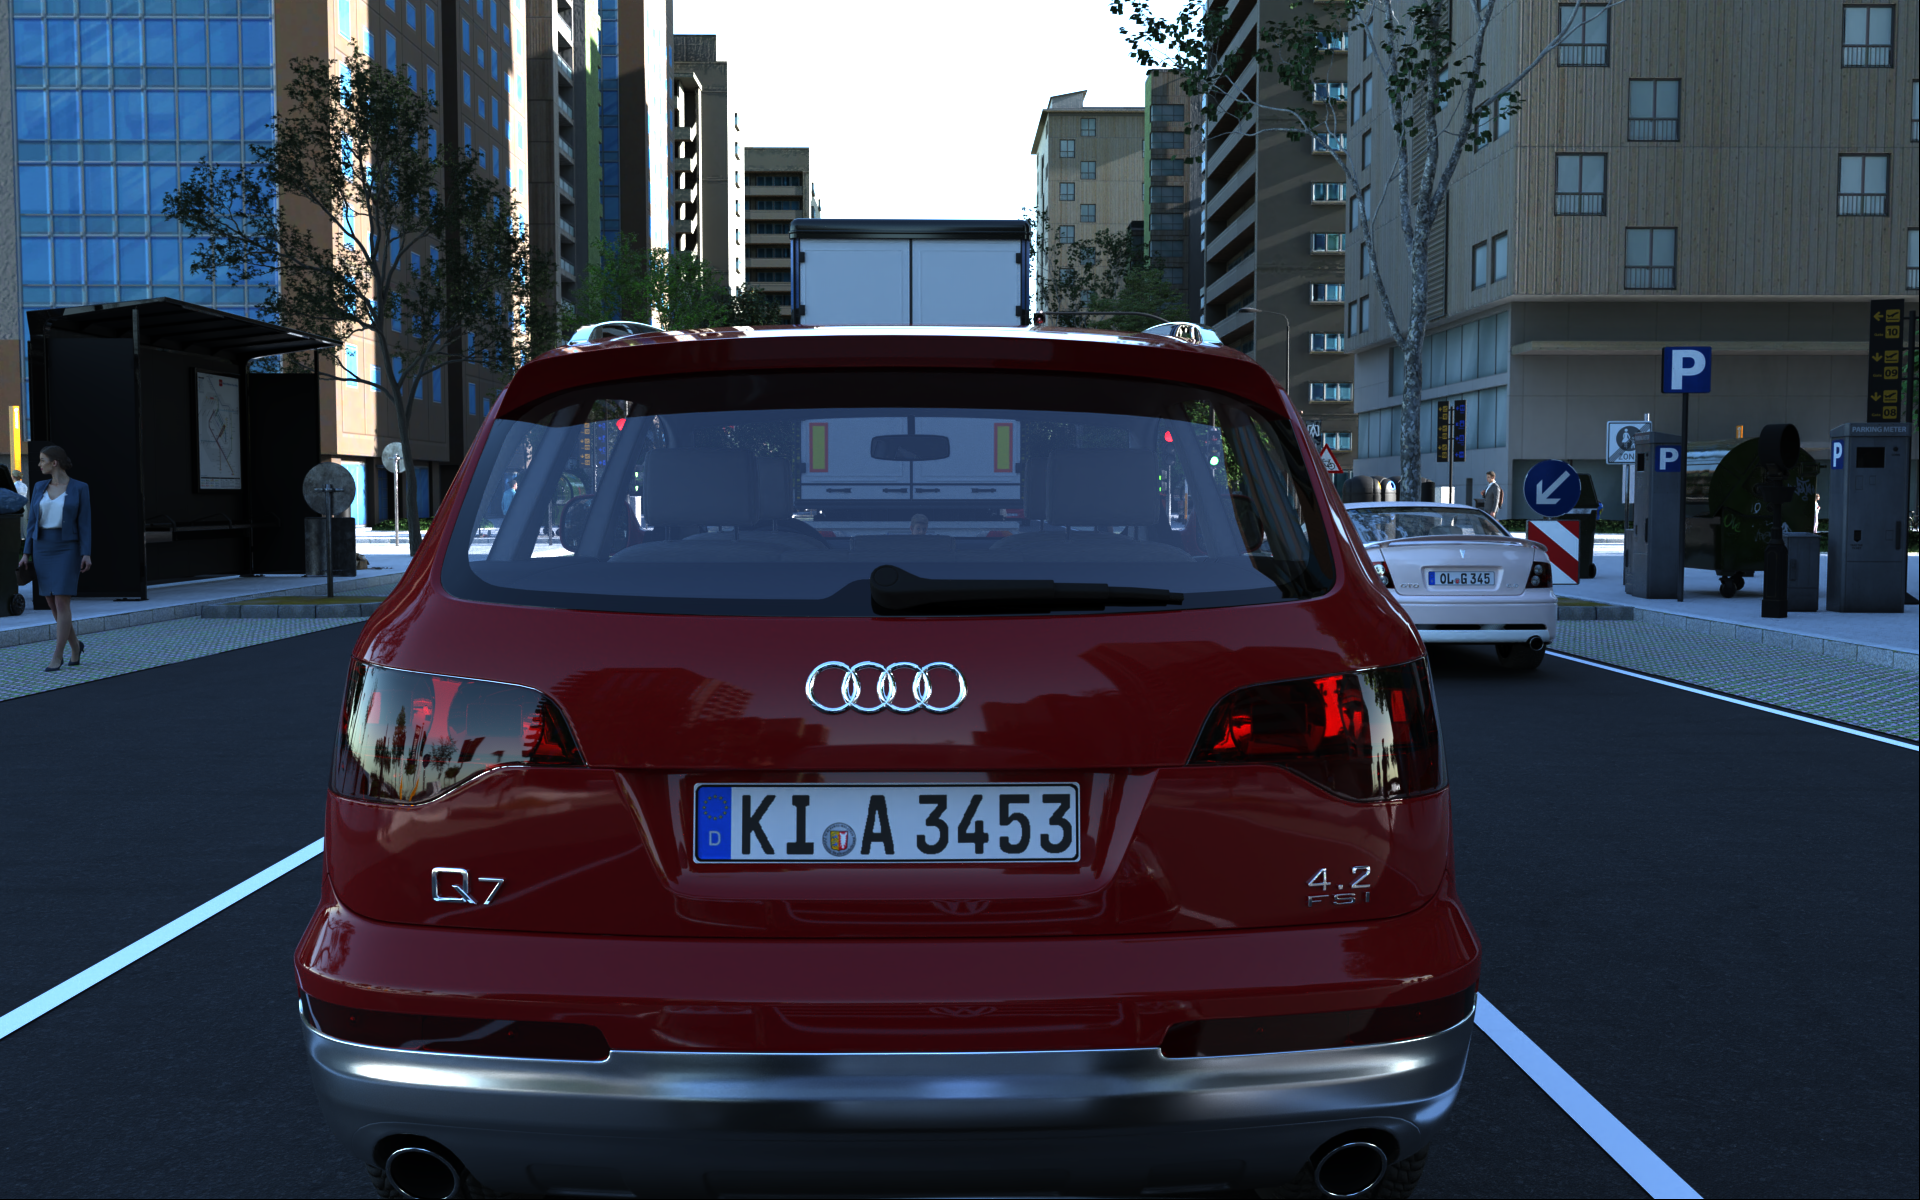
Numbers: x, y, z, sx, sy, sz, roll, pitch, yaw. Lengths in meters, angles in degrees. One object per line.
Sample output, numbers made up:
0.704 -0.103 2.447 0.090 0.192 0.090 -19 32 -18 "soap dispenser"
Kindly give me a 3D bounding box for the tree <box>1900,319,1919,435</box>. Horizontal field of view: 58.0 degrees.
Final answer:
14.179 -2.417 23.233 4.285 4.588 4.351 0 3 0 "tree"

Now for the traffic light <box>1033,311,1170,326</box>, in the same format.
4.178 -4.191 43.191 4.771 5.953 1.251 0 4 -1 "traffic light"

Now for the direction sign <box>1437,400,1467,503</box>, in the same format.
11.911 -3.060 42.024 0.379 3.537 0.876 -2 4 -32 "direction sign"

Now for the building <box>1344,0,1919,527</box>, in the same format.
33.227 -29.801 76.492 27.495 52.752 28.713 0 4 -1 "building"

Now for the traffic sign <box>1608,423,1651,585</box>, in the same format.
9.373 -1.358 24.334 0.606 2.300 0.079 0 4 6 "traffic sign"

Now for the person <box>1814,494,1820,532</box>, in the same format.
25.329 -2.505 51.275 0.394 1.301 0.425 0 4 4 "person"

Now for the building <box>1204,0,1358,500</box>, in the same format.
28.564 -30.070 115.348 21.300 48.544 21.600 0 4 -1 "building"

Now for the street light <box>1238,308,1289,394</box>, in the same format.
7.639 -4.332 43.364 1.470 5.913 1.316 0 4 -1 "street light"

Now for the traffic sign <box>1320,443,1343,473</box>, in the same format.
9.399 -2.723 44.528 0.884 2.594 0.081 0 4 1 "traffic sign"

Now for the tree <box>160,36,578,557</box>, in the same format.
-11.447 -6.186 35.550 7.601 10.594 8.767 2 4 34 "tree"

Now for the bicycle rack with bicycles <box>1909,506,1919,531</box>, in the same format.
30.045 -2.405 52.700 2.925 0.926 2.852 0 4 -1 "bicycle rack with bicycles"

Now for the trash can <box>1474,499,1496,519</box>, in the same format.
16.017 -2.515 52.771 0.748 1.137 0.748 0 3 0 "trash can"

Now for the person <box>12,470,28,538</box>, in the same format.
-19.950 -1.868 36.807 0.641 1.798 0.478 1 4 17 "person"

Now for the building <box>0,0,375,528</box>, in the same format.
-29.143 -25.521 67.384 14.600 45.320 14.200 0 4 -1 "building"

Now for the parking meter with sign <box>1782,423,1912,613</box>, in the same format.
9.857 -1.380 18.824 1.738 3.016 0.543 0 4 5 "parking meter with sign"

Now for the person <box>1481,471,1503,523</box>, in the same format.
12.900 -2.201 41.987 0.822 1.834 0.622 -1 4 -18 "person"

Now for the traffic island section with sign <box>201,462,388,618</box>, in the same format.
-7.714 -0.743 20.770 1.989 1.847 2.006 0 4 -1 "traffic island section with sign"

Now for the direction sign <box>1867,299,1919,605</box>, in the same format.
11.029 -1.722 20.148 0.876 3.537 0.379 1 4 20 "direction sign"

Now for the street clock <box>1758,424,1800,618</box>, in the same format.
8.468 -0.818 17.950 0.471 2.002 0.358 -3 5 -40 "street clock"

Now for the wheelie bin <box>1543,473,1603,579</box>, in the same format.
9.276 -1.135 26.465 0.980 1.594 0.693 0 4 -4 "wheelie bin"

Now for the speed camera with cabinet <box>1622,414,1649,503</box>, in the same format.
17.145 -2.994 43.294 0.660 3.252 2.038 3 4 38 "speed camera with cabinet"

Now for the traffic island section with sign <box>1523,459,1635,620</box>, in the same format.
6.616 -0.724 20.469 1.989 1.847 2.006 0 4 -1 "traffic island section with sign"

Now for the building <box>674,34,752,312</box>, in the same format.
-34.118 -34.069 180.729 21.600 48.544 21.300 0 4 -1 "building"

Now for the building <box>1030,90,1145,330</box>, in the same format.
23.979 -39.477 234.680 27.495 52.752 28.713 0 4 -1 "building"

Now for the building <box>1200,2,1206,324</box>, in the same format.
28.870 -50.978 146.164 22.319 86.520 31.000 0 4 -1 "building"

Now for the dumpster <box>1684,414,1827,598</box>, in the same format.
9.864 -1.198 22.076 1.502 2.255 1.985 0 4 -1 "dumpster"

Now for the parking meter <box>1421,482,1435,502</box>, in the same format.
9.642 -1.681 35.896 0.372 1.533 0.369 0 3 0 "parking meter"

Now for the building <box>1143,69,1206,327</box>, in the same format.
24.861 -29.773 170.375 14.154 41.232 14.086 0 4 -1 "building"

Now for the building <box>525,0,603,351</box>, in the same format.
-31.409 -26.186 111.743 14.154 41.232 14.086 0 4 -1 "building"

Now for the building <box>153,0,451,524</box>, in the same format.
-30.980 -26.875 89.521 14.600 45.320 14.200 0 4 -1 "building"

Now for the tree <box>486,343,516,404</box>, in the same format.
-20.351 -8.067 82.251 4.737 8.622 4.395 0 3 0 "tree"

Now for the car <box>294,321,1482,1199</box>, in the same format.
-0.143 0.225 4.993 2.281 1.827 5.304 0 4 -1 "car"

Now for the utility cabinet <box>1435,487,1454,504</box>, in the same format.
15.058 -2.775 54.045 0.318 1.500 1.173 2 4 35 "utility cabinet"

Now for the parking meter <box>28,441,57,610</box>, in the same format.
-10.164 -0.832 19.311 0.255 1.863 0.399 0 4 -7 "parking meter"

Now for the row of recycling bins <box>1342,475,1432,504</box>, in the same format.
9.733 -1.978 39.449 1.069 1.692 3.534 3 5 40 "row of recycling bins"

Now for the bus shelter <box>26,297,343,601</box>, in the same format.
-10.344 -1.986 23.755 1.731 3.624 6.357 0 4 -1 "bus shelter"

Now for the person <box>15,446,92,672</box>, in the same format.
-7.319 -0.344 14.143 0.581 1.822 0.654 1 4 13 "person"

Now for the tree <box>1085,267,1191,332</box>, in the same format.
9.193 -10.309 86.671 7.486 12.596 7.792 0 3 0 "tree"

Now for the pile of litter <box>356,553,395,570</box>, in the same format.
-10.612 -0.950 29.495 1.719 0.858 1.176 0 4 6 "pile of litter"

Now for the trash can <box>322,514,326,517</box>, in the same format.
-18.953 -2.399 50.870 0.748 1.137 0.748 0 3 0 "trash can"

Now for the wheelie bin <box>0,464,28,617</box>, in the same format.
-10.208 -0.621 18.056 0.980 1.594 0.693 0 4 -1 "wheelie bin"

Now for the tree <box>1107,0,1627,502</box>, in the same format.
9.317 -10.870 33.620 12.611 20.169 13.585 0 3 0 "tree"

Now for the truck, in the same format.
-0.704 -2.102 23.275 2.839 4.237 11.283 0 4 -2 "truck"

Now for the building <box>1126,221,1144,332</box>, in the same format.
24.442 -25.264 184.770 14.160 30.474 14.107 0 4 -1 "building"

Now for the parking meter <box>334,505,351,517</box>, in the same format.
-13.897 -1.869 38.971 0.372 1.533 0.369 0 3 0 "parking meter"

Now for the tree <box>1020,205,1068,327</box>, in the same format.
6.793 -15.832 114.750 12.611 20.169 13.585 0 3 0 "tree"

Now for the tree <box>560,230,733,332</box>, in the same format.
-11.967 -8.743 68.708 9.928 11.665 9.643 0 3 0 "tree"

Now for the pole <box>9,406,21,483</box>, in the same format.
-21.882 -2.833 40.156 0.158 3.312 0.155 0 3 0 "pole"

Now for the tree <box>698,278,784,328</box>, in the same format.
-11.641 -10.720 92.285 9.611 12.733 9.660 0 3 0 "tree"

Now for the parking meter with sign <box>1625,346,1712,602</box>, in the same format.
8.655 -1.537 21.384 0.543 3.016 1.738 0 4 5 "parking meter with sign"

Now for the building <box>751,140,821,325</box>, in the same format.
-29.657 -37.108 230.414 21.600 48.544 21.300 0 4 -1 "building"

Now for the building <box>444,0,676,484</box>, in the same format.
-29.823 -29.529 132.902 14.600 45.320 14.200 0 4 -1 "building"

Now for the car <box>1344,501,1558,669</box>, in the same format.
3.826 -0.196 15.573 2.083 1.381 4.827 0 4 0 "car"

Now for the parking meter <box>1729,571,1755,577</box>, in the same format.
12.151 -1.295 26.887 0.399 1.863 0.255 0 4 4 "parking meter"

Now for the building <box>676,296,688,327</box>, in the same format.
-37.030 -18.990 155.527 27.650 21.520 28.899 0 4 -1 "building"

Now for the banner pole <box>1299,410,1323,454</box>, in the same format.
10.398 -3.780 51.818 0.863 3.779 0.401 2 4 24 "banner pole"

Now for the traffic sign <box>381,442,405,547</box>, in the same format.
-13.762 -2.579 42.273 0.768 2.556 0.104 0 4 8 "traffic sign"
